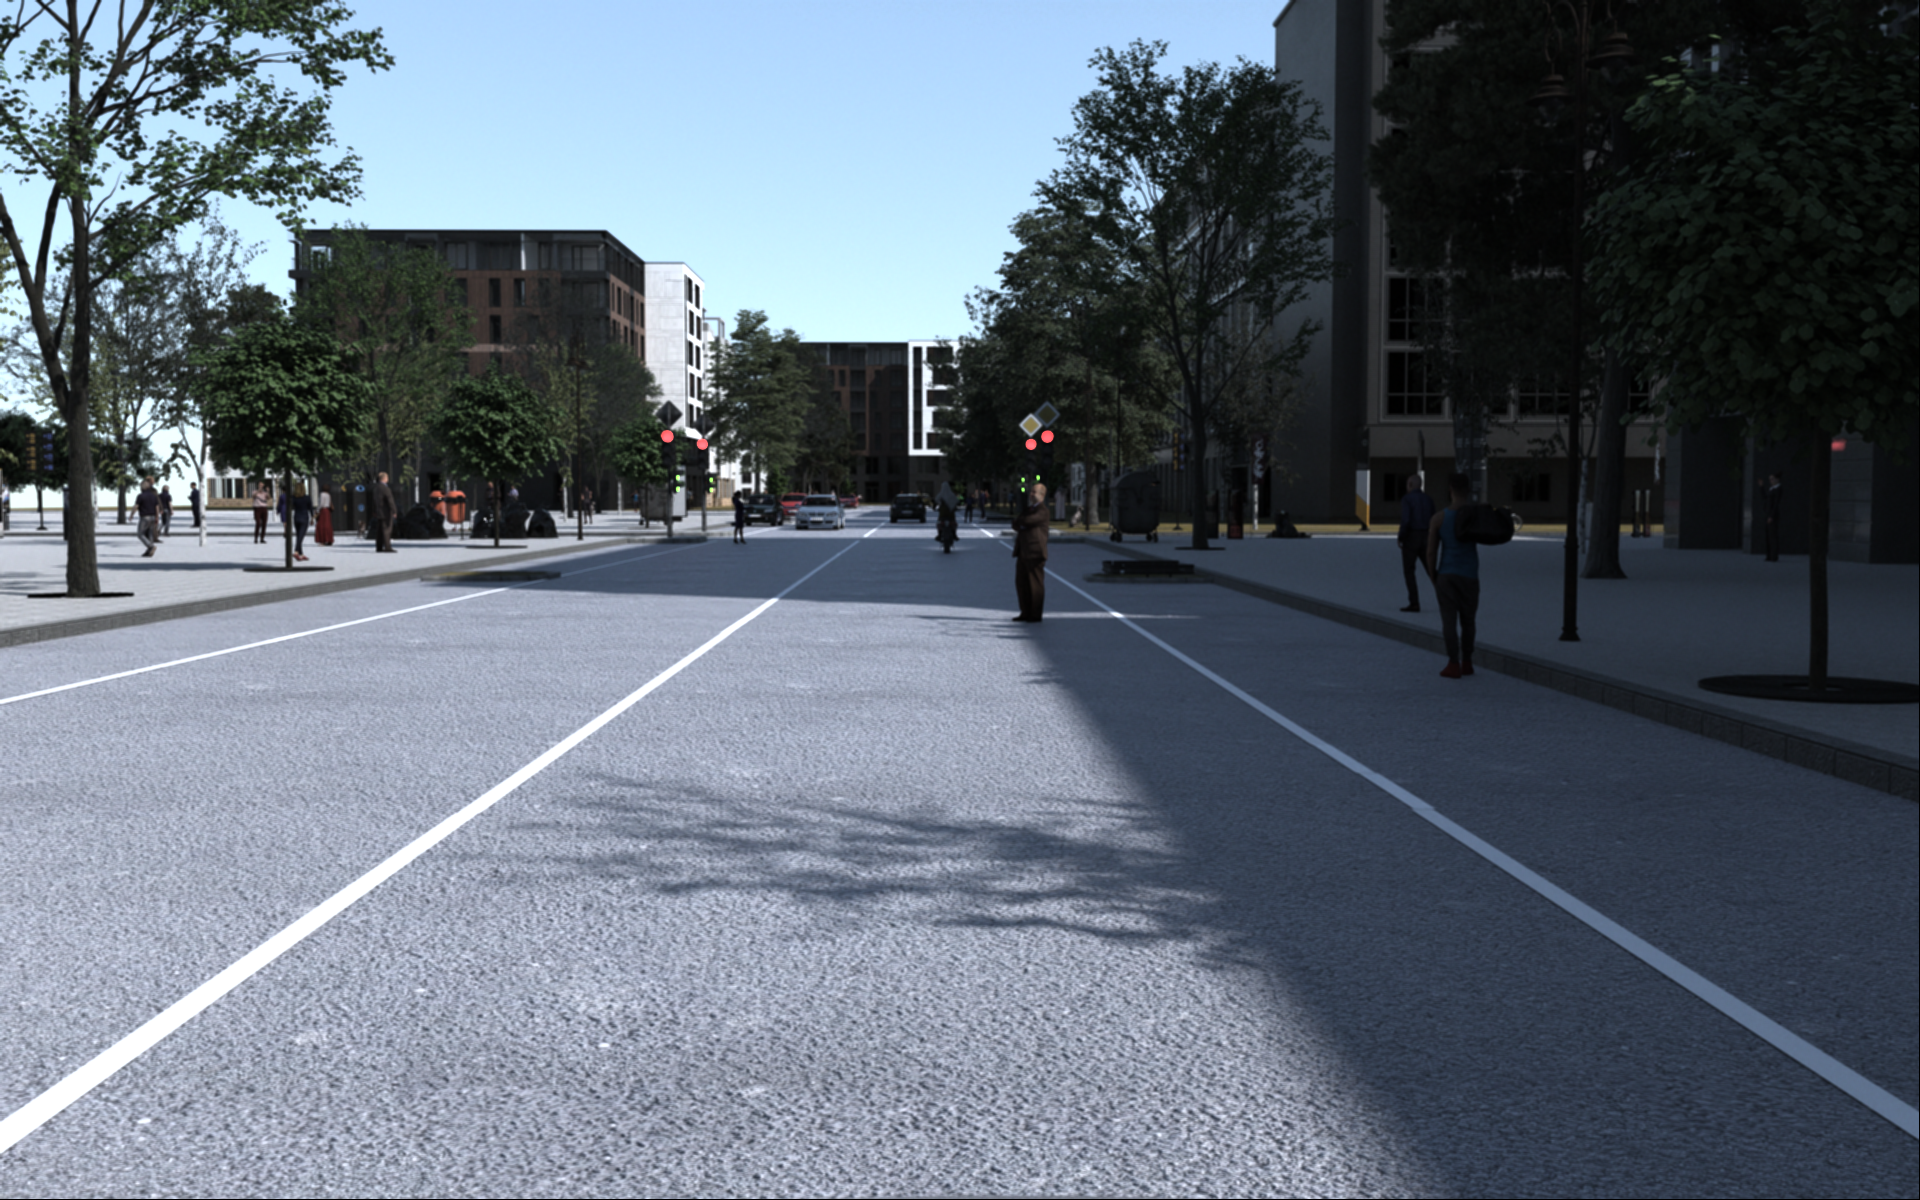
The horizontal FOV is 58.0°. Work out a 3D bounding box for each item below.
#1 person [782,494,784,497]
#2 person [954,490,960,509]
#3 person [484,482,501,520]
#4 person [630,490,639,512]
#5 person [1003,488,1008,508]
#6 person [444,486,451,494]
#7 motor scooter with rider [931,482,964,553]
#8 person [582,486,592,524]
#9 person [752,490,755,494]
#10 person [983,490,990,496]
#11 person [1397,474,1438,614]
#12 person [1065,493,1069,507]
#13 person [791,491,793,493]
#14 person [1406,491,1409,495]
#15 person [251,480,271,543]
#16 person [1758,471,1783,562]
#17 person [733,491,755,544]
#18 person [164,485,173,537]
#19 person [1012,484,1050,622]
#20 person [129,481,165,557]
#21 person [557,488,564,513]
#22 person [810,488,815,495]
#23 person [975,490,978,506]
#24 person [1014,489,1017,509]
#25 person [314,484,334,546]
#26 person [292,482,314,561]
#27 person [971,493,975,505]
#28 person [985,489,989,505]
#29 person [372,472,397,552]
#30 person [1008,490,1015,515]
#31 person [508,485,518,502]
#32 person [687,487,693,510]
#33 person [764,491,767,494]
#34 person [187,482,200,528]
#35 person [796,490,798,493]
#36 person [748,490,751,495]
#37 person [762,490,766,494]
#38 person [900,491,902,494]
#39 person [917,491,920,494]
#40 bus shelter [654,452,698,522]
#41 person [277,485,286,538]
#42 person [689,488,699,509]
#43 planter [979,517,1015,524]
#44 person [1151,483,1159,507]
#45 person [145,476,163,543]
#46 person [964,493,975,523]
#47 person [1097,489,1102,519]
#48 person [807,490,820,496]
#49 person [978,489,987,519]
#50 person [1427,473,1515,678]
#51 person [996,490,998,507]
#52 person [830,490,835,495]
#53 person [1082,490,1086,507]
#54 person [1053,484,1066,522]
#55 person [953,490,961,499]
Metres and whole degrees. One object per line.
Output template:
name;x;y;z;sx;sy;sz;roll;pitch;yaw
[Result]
person;-18.521;-10.690;180.836;1.348;1.823;0.705;-1;4;-18
person;-0.451;-9.298;160.526;1.348;1.823;0.705;-3;5;-40
person;-16.590;-3.354;61.564;0.565;1.739;0.600;-2;4;-29
person;-23.060;-7.030;122.849;0.647;1.594;0.662;-3;5;-40
person;4.239;-9.531;161.873;0.705;1.824;1.348;-1;4;-22
person;-28.636;-5.563;97.441;0.568;1.767;0.683;2;4;31
motor scooter with rider;-0.286;-2.044;42.389;0.876;1.779;1.986;0;3;0
person;-15.919;-4.056;73.824;0.415;1.643;0.593;1;4;12
person;-24.835;-12.468;209.828;1.348;1.831;0.705;0;4;-7
person;2.943;-12.053;203.110;1.348;1.824;0.705;-1;4;-17
person;5.026;-0.623;18.926;0.574;1.496;0.600;0;4;0
person;10.526;-10.427;176.654;1.348;1.807;0.705;-2;4;-25
person;-18.557;-11.255;190.790;1.217;1.735;0.721;0;4;2
person;16.889;-3.552;64.575;0.683;1.767;0.568;1;4;20
person;-18.196;-2.302;45.135;0.517;1.644;0.566;0;4;-2
person;15.424;-1.607;33.116;0.445;1.727;0.742;-1;4;-21
person;-6.281;-2.395;50.033;0.546;1.535;0.453;-3;5;-44
person;-23.756;-2.651;51.589;0.471;1.553;0.569;-3;5;-40
person;0.798;-0.526;19.368;0.388;1.546;0.482;-2;4;-27
person;-16.626;-1.656;35.323;0.569;1.553;0.471;-2;4;-31
person;-27.591;-6.924;119.936;0.565;1.739;0.600;2;4;27
person;-13.426;-9.229;156.894;0.705;1.831;1.348;-2;4;-29
person;1.898;-11.040;187.081;0.617;1.759;0.750;-3;5;-41
person;4.768;-8.521;145.907;0.434;1.755;0.990;2;4;35
person;-15.728;-2.100;42.849;0.387;1.526;0.523;1;4;16
person;-12.704;-1.515;33.361;0.480;1.512;0.613;-1;4;-19
person;1.475;-11.952;204.714;1.065;1.426;0.557;2;4;31
person;3.059;-11.931;201.054;0.705;1.831;1.348;-1;4;-15
person;-12.651;-1.930;38.147;0.434;1.755;0.990;-3;5;-43
person;3.150;-5.983;106.074;0.429;1.552;0.499;-1;4;-12
person;-28.766;-6.441;111.215;0.709;1.838;0.599;2;4;27
person;-21.664;-8.030;137.315;1.348;1.826;0.705;2;4;31
person;-12.506;-6.238;110.721;0.574;1.496;0.600;1;4;18
person;-29.379;-3.648;66.398;0.504;1.737;0.576;-1;4;-8
person;-17.994;-11.310;191.777;1.217;1.723;0.721;-1;4;-18
person;-21.540;-10.487;178.223;0.721;1.735;1.217;1;4;10
person;-18.811;-9.867;167.468;1.348;1.812;0.705;-1;4;-11
person;-6.741;-11.711;199.931;0.705;1.831;1.348;1;4;13
person;-4.700;-11.468;196.094;1.348;1.812;0.705;-2;4;-32
bus shelter;-13.564;-5.459;83.177;2.014;3.302;5.546;0;4;-1
person;-19.810;-2.584;50.663;0.546;1.535;0.453;1;4;23
person;-22.614;-8.520;145.346;1.348;1.824;0.705;-1;4;-12
planter;1.935;-3.903;84.959;1.991;0.319;1.994;0;4;-1
person;7.696;-3.845;69.588;0.600;1.739;0.565;1;4;17
person;-21.320;-2.392;45.703;0.990;1.755;0.434;2;4;35
person;0.392;-4.581;86.088;0.574;1.496;0.600;2;4;31
person;6.777;-4.960;87.008;0.709;1.838;0.599;0;4;-4
person;-16.338;-11.254;190.759;1.217;1.735;0.721;0;4;5
person;1.240;-5.587;100.556;0.504;1.737;0.576;1;4;15
person;3.968;-0.194;13.547;0.647;1.594;0.662;0;4;-2
person;3.469;-9.730;165.677;0.434;1.755;0.990;1;4;10
person;-13.111;-10.512;178.579;0.551;1.740;0.621;0;4;5
person;12.623;-10.321;175.458;0.551;1.740;0.621;-2;4;-25
person;4.655;-4.504;80.347;0.551;1.740;0.621;-3;5;-40
person;-0.541;-8.927;154.469;1.348;1.822;0.705;1;4;11
